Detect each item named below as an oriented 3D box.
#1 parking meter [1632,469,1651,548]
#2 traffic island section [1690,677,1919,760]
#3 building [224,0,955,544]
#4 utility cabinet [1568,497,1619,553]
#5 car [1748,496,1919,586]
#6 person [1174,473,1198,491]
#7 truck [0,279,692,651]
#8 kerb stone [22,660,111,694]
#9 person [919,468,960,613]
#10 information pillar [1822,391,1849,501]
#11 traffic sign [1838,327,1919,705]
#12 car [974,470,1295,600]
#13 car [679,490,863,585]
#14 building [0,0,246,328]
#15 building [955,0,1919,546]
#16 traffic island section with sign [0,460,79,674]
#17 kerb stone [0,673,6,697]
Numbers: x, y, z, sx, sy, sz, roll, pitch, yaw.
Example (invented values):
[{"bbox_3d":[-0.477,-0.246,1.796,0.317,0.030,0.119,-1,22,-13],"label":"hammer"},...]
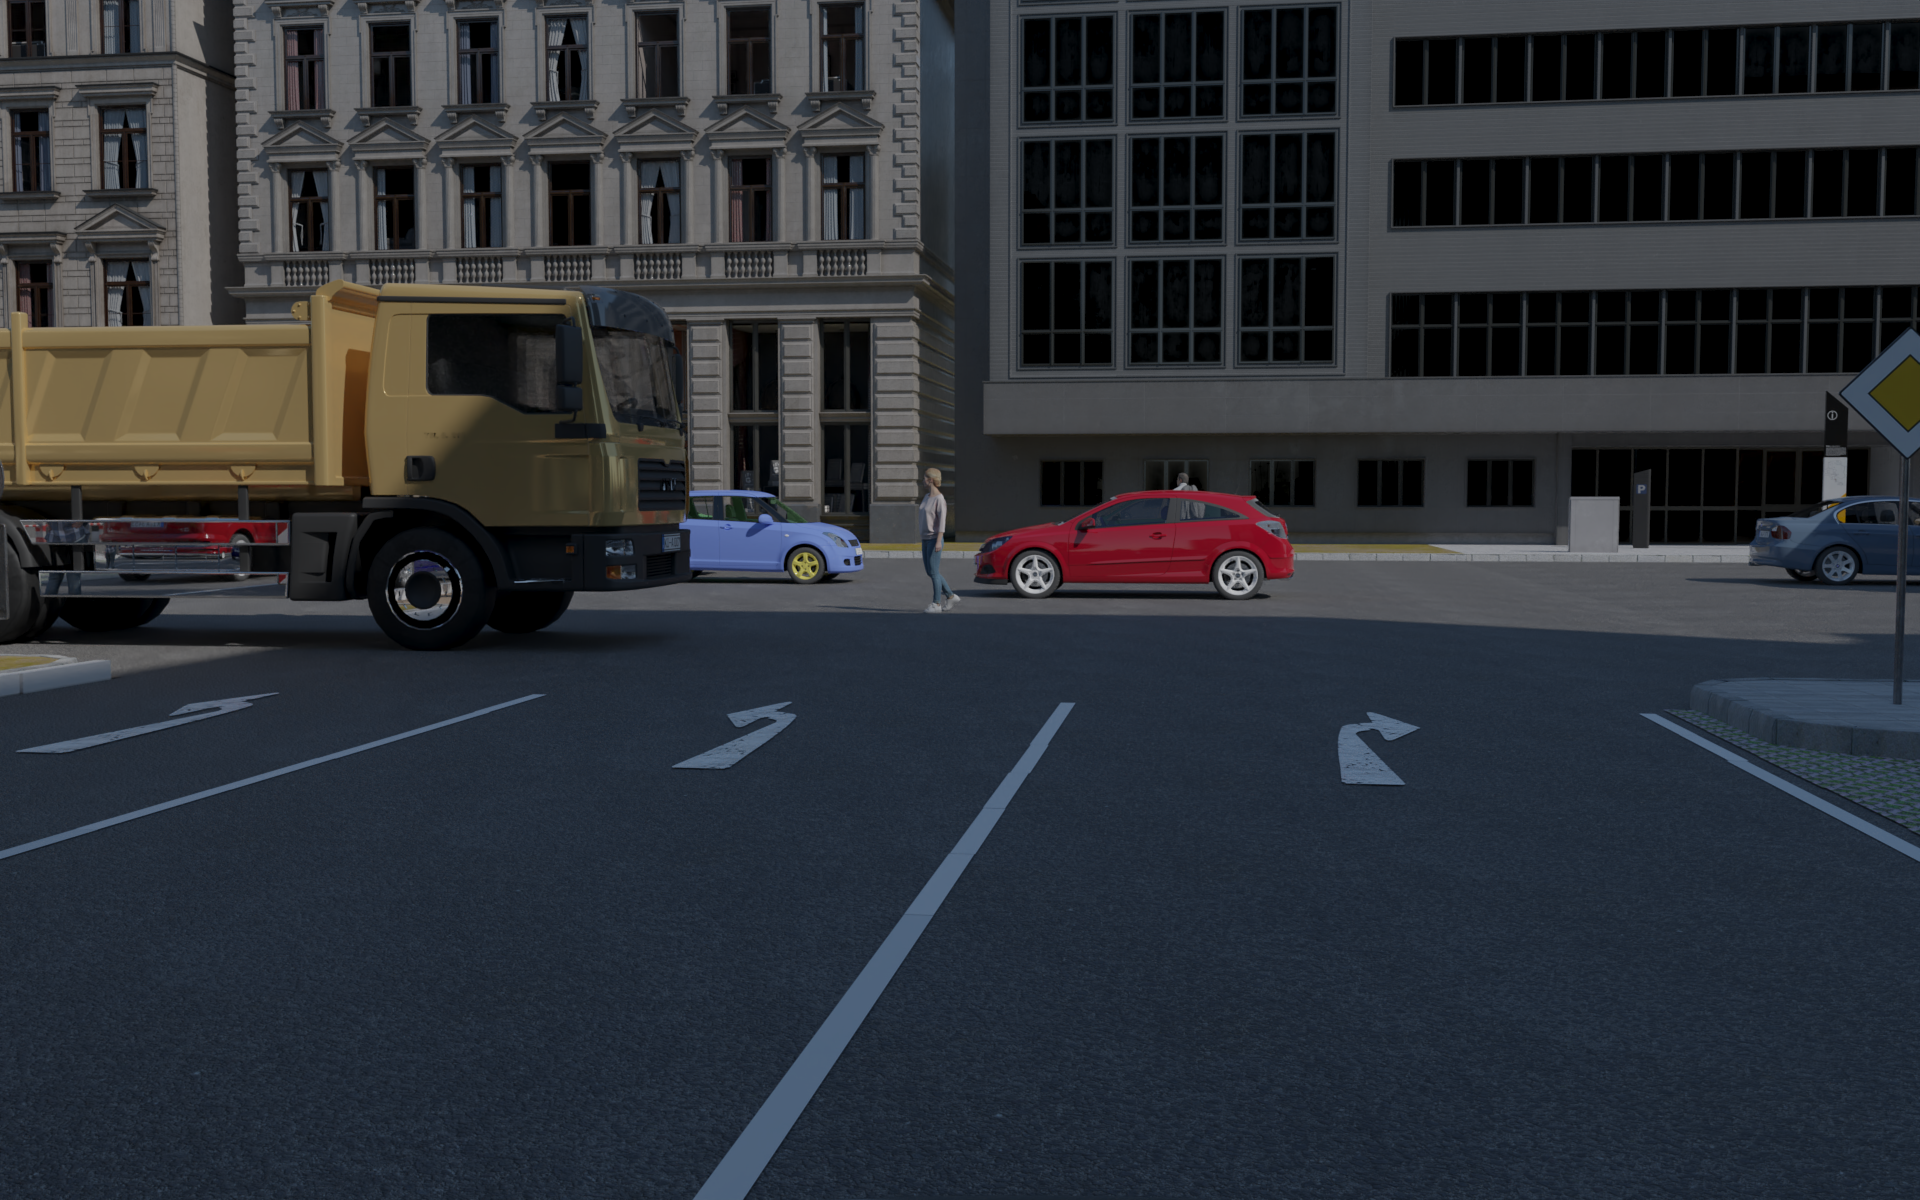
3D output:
[{"bbox_3d":[16.093,-2.155,40.948,0.399,1.863,0.255,2,4,24],"label":"parking meter"},{"bbox_3d":[5.743,0.716,10.582,2.009,0.180,2.903,1,4,8],"label":"traffic island section"},{"bbox_3d":[-9.593,-13.527,50.040,19.941,23.489,11.050,1,4,8],"label":"building"},{"bbox_3d":[13.920,-1.645,38.065,1.020,1.237,0.306,1,4,14],"label":"utility cabinet"},{"bbox_3d":[15.113,-0.960,27.705,4.499,1.417,2.014,1,4,9],"label":"car"},{"bbox_3d":[4.290,-1.479,32.782,0.679,1.850,0.850,0,4,-3],"label":"person"},{"bbox_3d":[-6.812,-1.298,17.140,9.791,3.379,3.469,0,4,7],"label":"truck"},{"bbox_3d":[-6.704,0.571,12.919,0.120,0.150,1.000,1,4,8],"label":"kerb stone"},{"bbox_3d":[-0.262,-0.722,20.979,0.598,1.740,0.731,-2,4,-34],"label":"person"},{"bbox_3d":[19.797,-2.928,39.223,0.504,3.616,0.183,1,4,11],"label":"information pillar"},{"bbox_3d":[5.719,-0.420,10.508,0.795,2.450,0.064,1,4,8],"label":"traffic sign"},{"bbox_3d":[2.422,-0.935,24.335,4.494,1.783,2.155,0,4,7],"label":"car"},{"bbox_3d":[-3.434,-1.146,28.328,3.694,1.707,1.945,0,4,7],"label":"car"},{"bbox_3d":[-29.119,-11.472,52.201,19.286,19.102,10.561,1,4,8],"label":"building"},{"bbox_3d":[15.402,-14.011,48.144,30.058,24.678,14.314,1,4,8],"label":"building"},{"bbox_3d":[-7.773,-0.286,12.811,2.006,1.907,1.989,1,4,8],"label":"traffic island section with sign"},{"bbox_3d":[-6.862,0.629,11.905,0.120,0.150,1.000,1,4,8],"label":"kerb stone"}]
